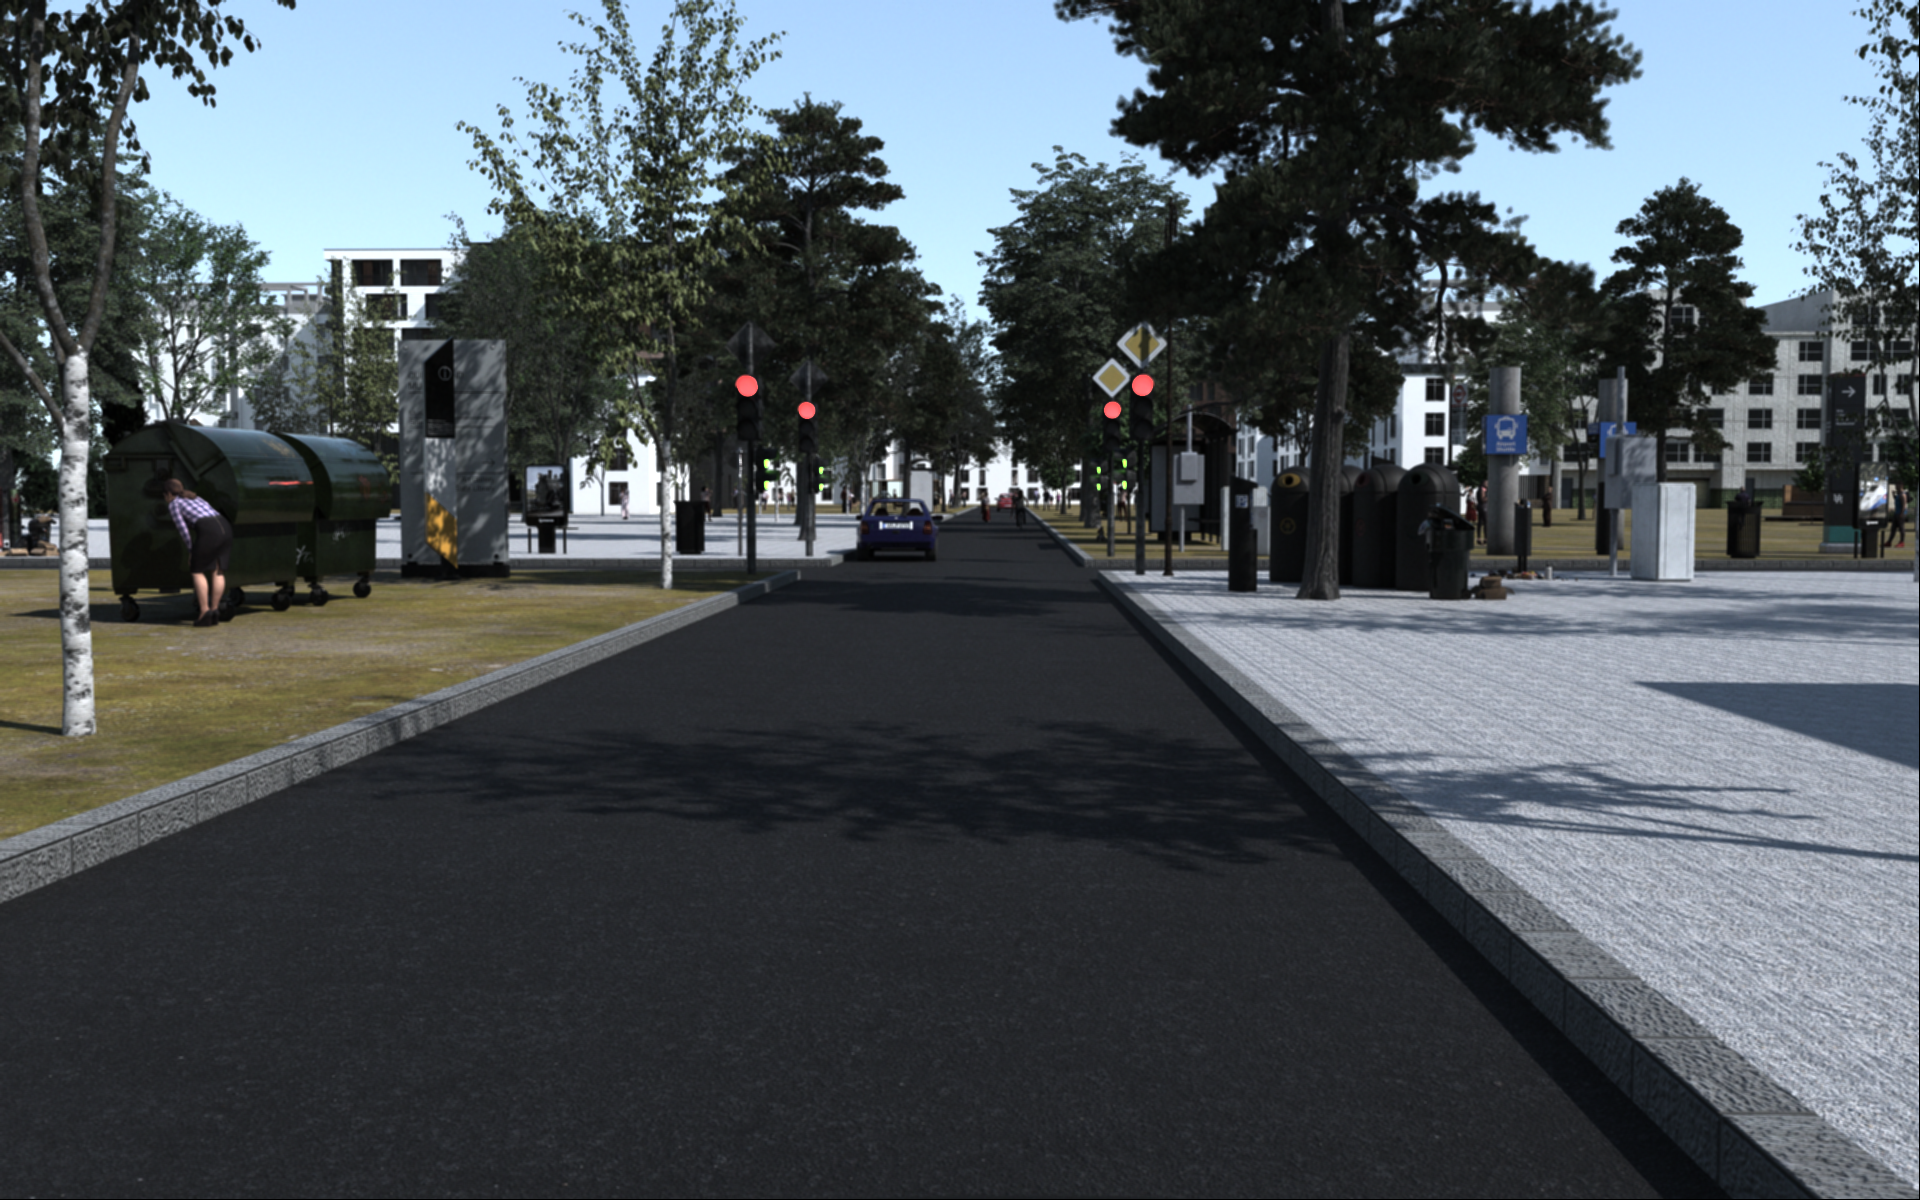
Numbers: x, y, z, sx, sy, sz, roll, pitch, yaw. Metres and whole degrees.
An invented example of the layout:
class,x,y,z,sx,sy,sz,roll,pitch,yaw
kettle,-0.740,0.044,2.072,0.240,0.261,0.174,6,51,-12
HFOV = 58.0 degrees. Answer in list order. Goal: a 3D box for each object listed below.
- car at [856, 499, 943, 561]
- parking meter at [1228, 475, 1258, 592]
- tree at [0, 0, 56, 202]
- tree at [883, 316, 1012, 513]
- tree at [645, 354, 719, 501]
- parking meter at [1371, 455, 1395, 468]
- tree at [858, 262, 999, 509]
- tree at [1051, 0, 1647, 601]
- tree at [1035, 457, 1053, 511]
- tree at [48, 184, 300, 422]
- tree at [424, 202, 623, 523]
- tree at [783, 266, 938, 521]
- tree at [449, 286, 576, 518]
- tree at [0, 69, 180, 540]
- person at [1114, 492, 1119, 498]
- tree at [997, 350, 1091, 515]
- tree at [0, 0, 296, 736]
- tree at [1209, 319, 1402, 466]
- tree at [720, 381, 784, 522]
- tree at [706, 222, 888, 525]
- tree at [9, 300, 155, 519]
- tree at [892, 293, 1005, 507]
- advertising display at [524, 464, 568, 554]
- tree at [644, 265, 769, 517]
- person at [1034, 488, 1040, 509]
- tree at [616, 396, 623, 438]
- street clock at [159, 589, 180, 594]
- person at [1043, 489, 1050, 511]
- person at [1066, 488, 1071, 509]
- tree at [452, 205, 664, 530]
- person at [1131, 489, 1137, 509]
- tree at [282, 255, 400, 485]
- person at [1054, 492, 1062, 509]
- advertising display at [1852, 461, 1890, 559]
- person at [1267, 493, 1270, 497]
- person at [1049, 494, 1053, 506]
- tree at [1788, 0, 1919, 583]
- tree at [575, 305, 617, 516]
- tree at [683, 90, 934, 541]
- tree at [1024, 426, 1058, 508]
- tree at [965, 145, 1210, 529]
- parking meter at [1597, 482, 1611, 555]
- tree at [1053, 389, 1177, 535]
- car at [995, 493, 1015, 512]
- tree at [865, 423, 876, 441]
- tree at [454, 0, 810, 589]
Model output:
class,x,y,z,sx,sy,sz,roll,pitch,yaw
car,-1.351,-1.572,38.290,1.945,1.354,3.894,0,4,0
parking meter,3.742,-0.886,22.889,0.372,1.533,0.369,0,3,0
tree,-14.562,-6.032,20.681,6.751,12.117,7.091,0,3,0
tree,-1.284,-12.852,120.504,12.009,13.543,11.850,0,3,0
tree,-13.729,-8.300,86.074,4.360,8.622,3.978,0,3,0
parking meter,6.414,-1.255,26.226,0.399,1.863,0.255,1,4,13
tree,-2.933,-11.284,91.911,7.806,13.903,7.818,0,3,0
tree,4.504,-6.041,20.827,6.751,12.117,7.091,0,3,0
tree,7.455,-9.157,133.425,4.285,4.588,4.351,0,3,0
tree,-27.083,-8.198,59.795,9.928,11.665,9.643,0,3,0
tree,-19.273,-10.408,76.832,9.857,13.997,8.962,0,3,0
tree,-2.965,-6.486,56.409,4.360,8.622,3.978,0,3,0
tree,-24.647,-10.735,93.640,7.486,12.596,7.792,0,3,0
tree,-26.956,-8.675,48.487,9.857,13.997,8.962,0,3,0
person,16.090,-10.783,182.328,1.348,1.826,0.705,2,4,30
tree,6.294,-11.066,106.680,9.928,11.665,9.643,0,3,0
tree,-4.858,-3.597,9.166,4.360,8.622,3.978,0,3,0
tree,18.363,-11.123,92.231,12.009,13.543,11.850,0,3,0
tree,-8.224,-7.916,79.787,4.360,8.622,3.978,0,3,0
tree,-6.724,-9.412,72.017,7.486,12.596,7.792,0,3,0
tree,-48.740,-11.682,92.828,13.155,14.587,18.604,-3,5,-43
tree,-1.092,-18.983,166.266,12.611,20.169,13.585,0,3,0
advertising display,-8.905,-1.962,37.298,0.974,1.923,0.123,1,4,16
tree,-13.335,-11.494,95.355,7.806,13.903,7.818,0,3,0
person,6.745,-8.834,150.354,0.599,1.838,0.709,2,4,33
tree,-21.135,-9.222,101.147,4.360,8.622,3.978,0,3,0
street clock,-10.181,-1.082,22.256,0.358,2.002,0.471,0,4,2
person,6.700,-7.819,134.810,0.541,1.710,0.530,2,4,30
person,9.555,-8.931,152.206,0.705,1.807,1.348,0,4,-8
tree,-14.453,-8.378,62.741,9.928,11.665,9.643,0,3,0
person,14.688,-8.392,144.038,1.217,1.735,0.721,3,5,40
tree,-18.327,-6.284,53.099,4.737,8.622,4.395,0,3,0
person,8.014,-8.045,140.802,0.991,1.433,0.599,1,4,14
advertising display,18.165,-1.794,34.550,0.974,1.923,0.123,-2,4,-29
person,24.792,-8.355,143.173,1.217,1.766,0.721,2,4,31
person,9.640,-10.776,185.463,0.697,1.427,0.421,2,4,33
tree,14.064,-4.573,25.132,4.360,8.622,3.978,0,3,0
tree,-11.548,-5.701,43.569,4.360,8.622,3.978,0,3,0
tree,-4.120,-7.677,47.572,6.751,12.117,7.091,0,3,0
tree,7.547,-12.544,155.454,4.737,8.622,4.395,0,3,0
tree,5.080,-9.647,64.380,9.857,13.997,8.962,0,3,0
parking meter,13.602,-1.713,36.411,0.372,1.533,0.369,0,3,0
tree,5.340,-4.337,54.622,4.285,4.588,4.351,0,3,0
car,3.904,-8.131,141.978,2.155,1.783,4.494,0,4,0
tree,-6.887,-9.533,106.224,4.737,8.622,4.395,0,3,0
tree,-4.223,-4.459,23.260,4.737,8.622,4.395,0,3,0
